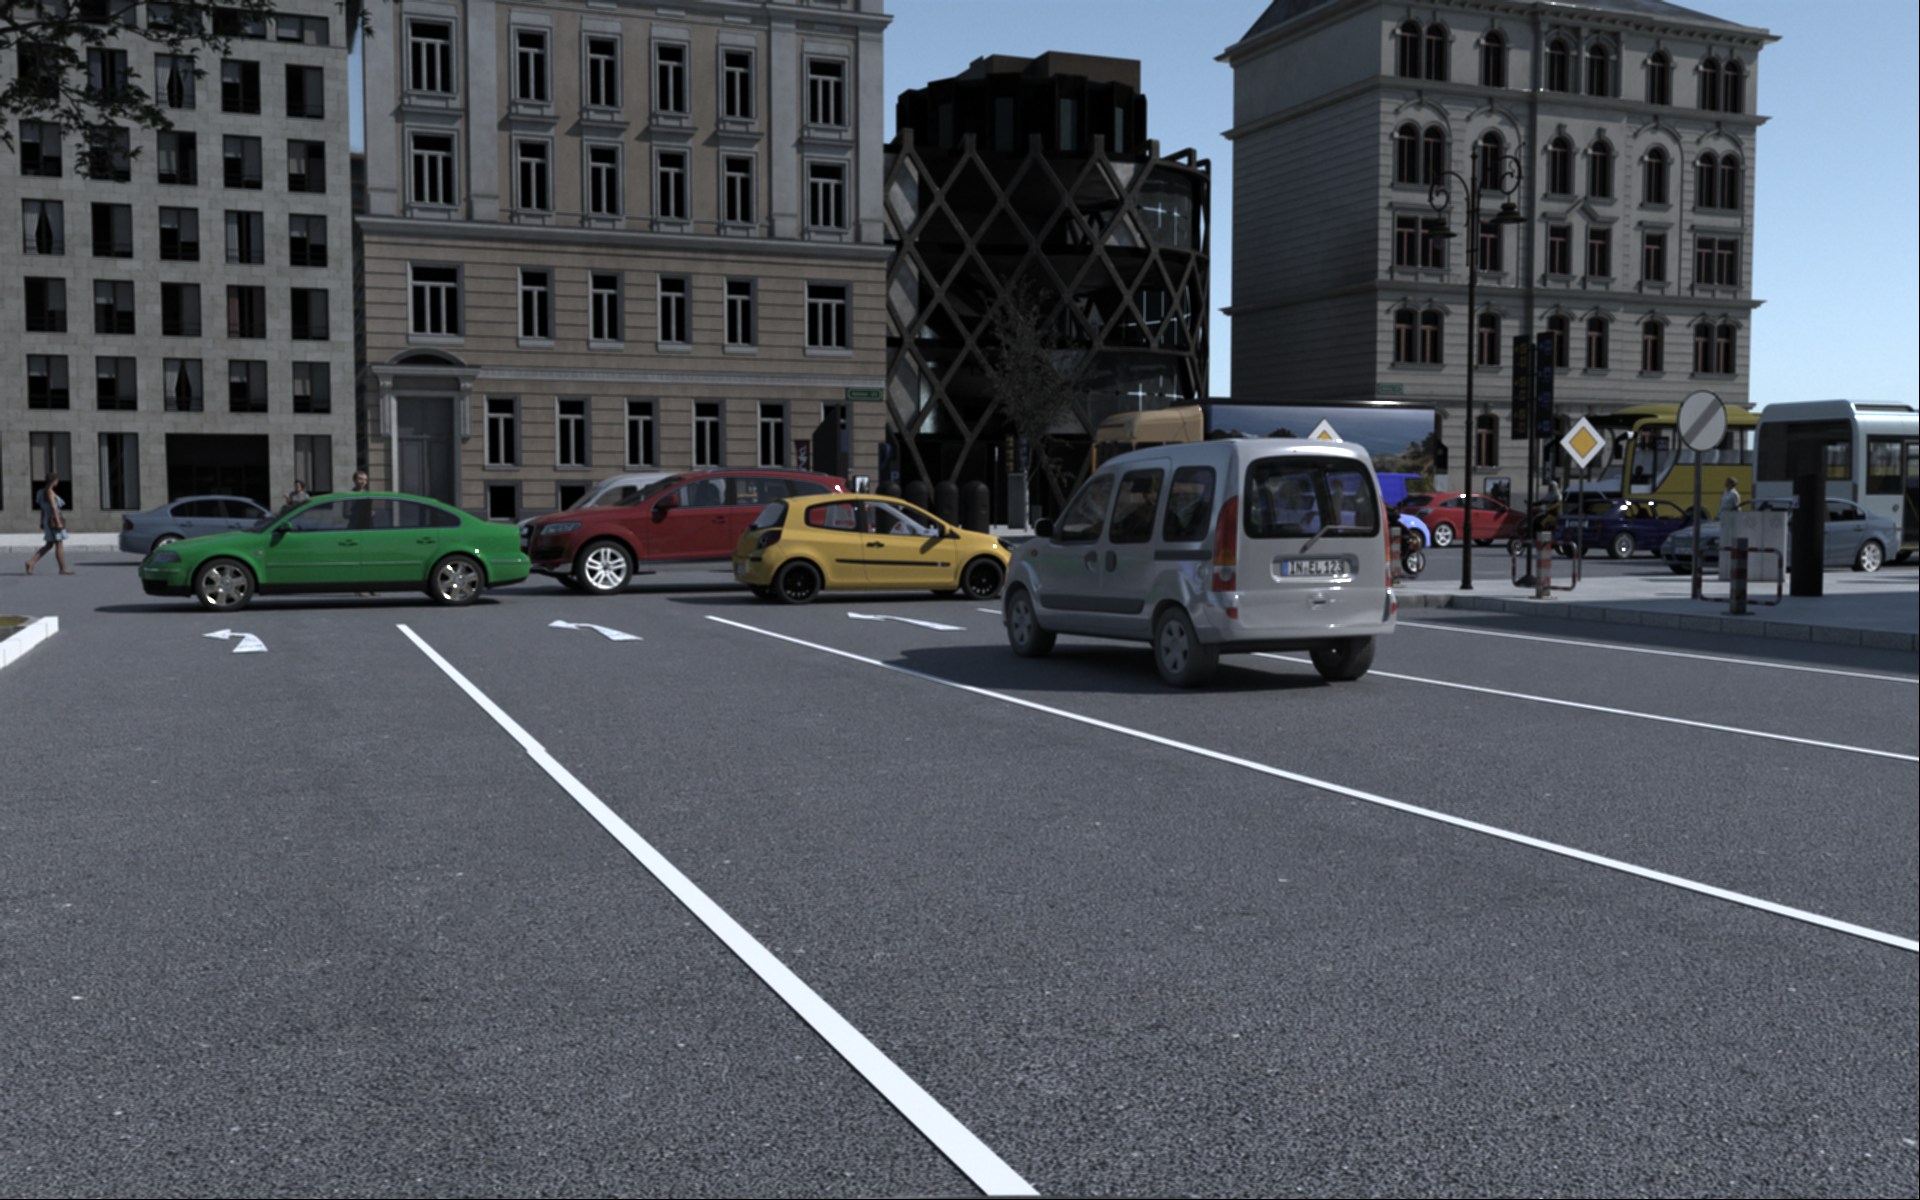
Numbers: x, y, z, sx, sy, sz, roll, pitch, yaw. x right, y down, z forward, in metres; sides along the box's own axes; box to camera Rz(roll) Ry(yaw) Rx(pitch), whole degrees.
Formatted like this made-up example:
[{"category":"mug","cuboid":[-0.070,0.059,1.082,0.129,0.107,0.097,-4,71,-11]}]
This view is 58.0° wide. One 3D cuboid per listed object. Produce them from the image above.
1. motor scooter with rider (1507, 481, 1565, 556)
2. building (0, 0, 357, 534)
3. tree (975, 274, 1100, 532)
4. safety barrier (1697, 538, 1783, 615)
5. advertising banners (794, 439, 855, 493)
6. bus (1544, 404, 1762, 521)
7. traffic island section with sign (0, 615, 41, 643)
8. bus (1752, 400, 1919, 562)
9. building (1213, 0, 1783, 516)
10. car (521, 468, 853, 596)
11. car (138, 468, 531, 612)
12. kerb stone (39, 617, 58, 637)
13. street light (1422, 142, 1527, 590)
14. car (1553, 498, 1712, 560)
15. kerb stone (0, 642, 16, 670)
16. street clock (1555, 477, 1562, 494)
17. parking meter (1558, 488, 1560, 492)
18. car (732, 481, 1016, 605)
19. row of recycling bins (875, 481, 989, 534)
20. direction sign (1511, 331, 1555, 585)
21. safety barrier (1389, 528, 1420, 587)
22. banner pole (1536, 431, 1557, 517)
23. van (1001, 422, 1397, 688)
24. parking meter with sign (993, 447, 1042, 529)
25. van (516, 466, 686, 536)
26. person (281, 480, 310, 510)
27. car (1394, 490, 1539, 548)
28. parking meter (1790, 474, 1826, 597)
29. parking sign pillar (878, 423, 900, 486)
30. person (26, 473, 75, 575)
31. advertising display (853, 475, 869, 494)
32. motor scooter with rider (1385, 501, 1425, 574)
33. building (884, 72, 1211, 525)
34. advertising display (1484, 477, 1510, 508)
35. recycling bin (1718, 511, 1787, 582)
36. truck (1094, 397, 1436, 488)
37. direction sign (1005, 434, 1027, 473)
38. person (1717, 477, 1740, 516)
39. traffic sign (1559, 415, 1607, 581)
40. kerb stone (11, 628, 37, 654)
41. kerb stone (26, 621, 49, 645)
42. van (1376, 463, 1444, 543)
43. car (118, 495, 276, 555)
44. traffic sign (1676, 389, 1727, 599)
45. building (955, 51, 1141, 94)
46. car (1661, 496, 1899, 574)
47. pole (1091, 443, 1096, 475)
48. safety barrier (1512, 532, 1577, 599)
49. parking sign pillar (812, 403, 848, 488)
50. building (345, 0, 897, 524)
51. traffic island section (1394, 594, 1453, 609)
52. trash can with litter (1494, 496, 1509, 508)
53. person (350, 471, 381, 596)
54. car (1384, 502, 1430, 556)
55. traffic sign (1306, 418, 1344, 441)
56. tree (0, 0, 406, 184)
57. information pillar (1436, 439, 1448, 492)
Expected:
[{"category":"motor scooter with rider","cuboid":[13.502,-1.912,40.221,1.986,1.779,0.876,-2,4,-24]},{"category":"building","cuboid":[-30.547,-12.611,60.944,16.860,20.320,10.420,-1,4,-22]},{"category":"tree","cuboid":[2.318,-6.574,57.841,4.360,8.622,3.978,0,3,0]},{"category":"safety barrier","cuboid":[8.281,-0.253,18.414,0.300,0.817,1.120,-1,4,-22]},{"category":"advertising banners","cuboid":[-4.303,-3.623,55.424,2.074,3.025,0.090,1,4,11]},{"category":"bus","cuboid":[22.377,-3.500,48.771,12.252,3.916,2.896,-1,4,-20]},{"category":"traffic island section with sign","cuboid":[-10.257,-0.550,17.132,2.006,1.907,1.989,-1,4,-22]},{"category":"bus","cuboid":[22.946,-2.579,37.025,13.247,3.499,2.948,-1,4,-22]},{"category":"building","cuboid":[26.550,-18.311,86.775,23.554,28.519,14.401,-1,4,-22]},{"category":"car","cuboid":[-3.883,-1.056,25.944,5.304,1.827,2.281,-2,4,-24]},{"category":"car","cuboid":[-7.960,-0.822,22.244,4.718,1.807,1.959,-2,4,-23]},{"category":"kerb stone","cuboid":[-9.313,0.278,17.653,0.120,0.150,1.000,-1,4,-22]},{"category":"street light","cuboid":[6.828,-3.082,23.171,0.468,5.910,1.993,-1,4,-22]},{"category":"car","cuboid":[15.391,-1.613,38.952,3.894,1.354,1.945,-1,4,-21]},{"category":"kerb stone","cuboid":[-8.157,0.456,14.794,0.120,0.150,1.000,-1,4,-22]},{"category":"street clock","cuboid":[25.639,-4.266,74.318,0.358,2.002,0.471,2,4,33]},{"category":"parking meter","cuboid":[23.391,-3.654,68.156,0.372,1.533,0.369,0,3,0]},{"category":"car","cuboid":[-1.074,-0.818,23.591,3.980,1.641,2.015,-1,4,-21]},{"category":"row of recycling bins","cuboid":[-0.844,-2.844,53.609,3.534,1.692,1.069,0,4,-8]},{"category":"direction sign","cuboid":[8.094,-1.991,24.543,0.379,3.537,0.876,-1,4,-19]},{"category":"safety barrier","cuboid":[6.014,-0.595,23.997,0.300,0.817,1.120,-1,4,-22]},{"category":"banner pole","cuboid":[20.587,-4.344,61.043,0.863,3.779,0.401,3,5,41]},{"category":"van","cuboid":[1.782,-0.448,14.337,2.013,2.044,4.112,-2,4,-23]},{"category":"parking meter with sign","cuboid":[2.123,-4.123,63.670,1.738,3.016,0.543,0,4,7]},{"category":"van","cuboid":[-6.358,-1.555,32.443,4.112,2.044,2.013,-1,4,-22]},{"category":"person","cuboid":[-16.385,-2.064,42.604,0.716,1.782,0.532,0,4,-3]},{"category":"car","cuboid":[13.793,-2.338,47.264,4.494,1.783,2.155,-2,4,-24]},{"category":"parking meter","cuboid":[10.672,-0.819,21.801,0.372,1.533,0.369,0,3,0]},{"category":"parking sign pillar","cuboid":[-2.665,-4.707,65.427,1.447,3.967,1.447,-1,4,-21]},{"category":"person","cuboid":[-16.091,-1.348,30.630,0.778,1.811,0.616,-3,5,-40]},{"category":"advertising display","cuboid":[-3.455,-3.381,60.492,0.123,1.923,0.974,2,4,27]},{"category":"motor scooter with rider","cuboid":[7.398,-1.318,30.506,1.986,1.779,0.876,-2,4,-24]},{"category":"building","cuboid":[2.325,-12.892,78.236,16.811,18.784,16.820,-1,4,-22]},{"category":"advertising display","cuboid":[20.788,-3.784,67.077,0.974,1.923,0.123,0,4,5]},{"category":"recycling bin","cuboid":[11.665,-0.792,25.496,0.722,1.027,0.722,0,4,3]},{"category":"truck","cuboid":[8.860,-3.857,51.977,11.283,4.237,2.839,-1,4,-22]},{"category":"direction sign","cuboid":[2.136,-4.506,65.670,0.876,3.537,0.379,-1,4,-20]},{"category":"person","cuboid":[16.795,-1.772,37.692,0.641,1.798,0.478,0,4,-4]},{"category":"traffic sign","cuboid":[9.137,-1.487,25.497,0.795,2.450,0.064,-1,4,-14]},{"category":"kerb stone","cuboid":[-8.544,0.394,15.746,0.120,0.150,1.000,-1,4,-22]},{"category":"kerb stone","cuboid":[-8.933,0.339,16.696,0.120,0.150,1.000,-1,4,-22]},{"category":"van","cuboid":[11.650,-2.743,49.227,5.245,2.365,2.240,-1,4,-22]},{"category":"car","cuboid":[-14.991,-1.465,35.958,4.499,1.417,2.014,-1,4,-23]},{"category":"traffic sign","cuboid":[9.027,-1.290,21.194,0.768,2.556,0.104,-1,4,-20]},{"category":"building","cuboid":[8.201,-32.009,173.461,14.200,45.320,14.600,-1,4,-22]},{"category":"car","cuboid":[14.659,-1.159,30.959,4.499,1.417,2.014,-1,4,-23]},{"category":"pole","cuboid":[5.399,-4.651,69.881,0.158,3.312,0.155,0,3,0]},{"category":"safety barrier","cuboid":[7.146,-0.424,21.211,0.300,0.817,1.120,-1,4,-22]},{"category":"parking sign pillar","cuboid":[-3.908,-3.897,52.185,1.447,3.967,1.447,-3,5,-39]},{"category":"building","cuboid":[-14.125,-17.338,69.376,20.117,28.700,13.634,-1,4,-22]},{"category":"traffic island section","cuboid":[4.800,-0.041,22.954,2.009,0.180,2.903,-1,4,-22]},{"category":"trash can with litter","cuboid":[19.902,-3.290,64.843,2.233,1.210,1.678,2,4,30]},{"category":"person","cuboid":[-8.359,-0.929,24.234,0.362,1.759,0.519,2,4,27]},{"category":"car","cuboid":[9.242,-1.902,40.694,3.694,1.707,1.945,-1,4,-20]},{"category":"traffic sign","cuboid":[4.781,-1.176,22.868,0.795,2.450,0.064,-1,4,-22]},{"category":"tree","cuboid":[-7.491,-4.507,10.561,8.767,10.594,7.601,-1,4,-22]},{"category":"information pillar","cuboid":[20.325,-5.002,73.143,0.504,3.616,0.183,0,4,-4]}]
